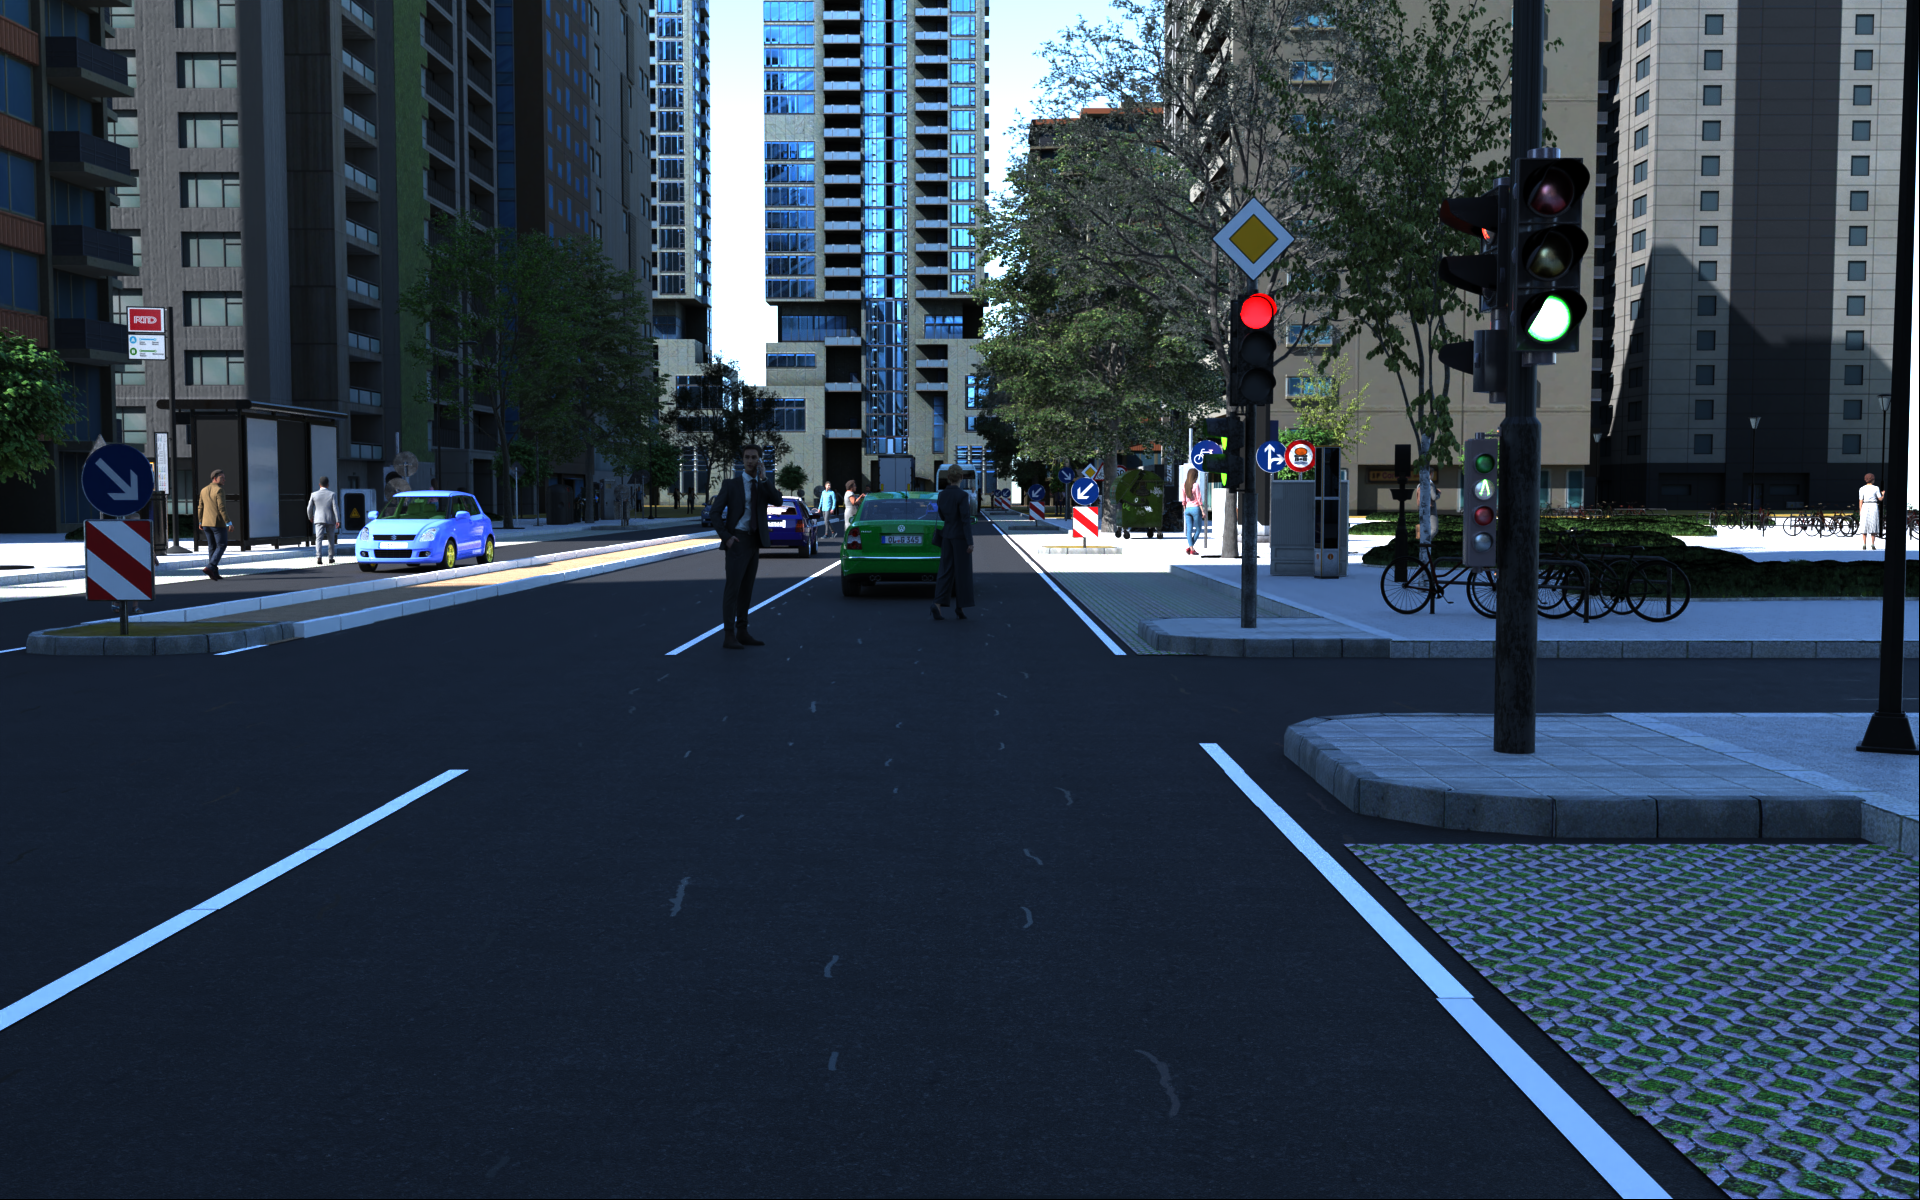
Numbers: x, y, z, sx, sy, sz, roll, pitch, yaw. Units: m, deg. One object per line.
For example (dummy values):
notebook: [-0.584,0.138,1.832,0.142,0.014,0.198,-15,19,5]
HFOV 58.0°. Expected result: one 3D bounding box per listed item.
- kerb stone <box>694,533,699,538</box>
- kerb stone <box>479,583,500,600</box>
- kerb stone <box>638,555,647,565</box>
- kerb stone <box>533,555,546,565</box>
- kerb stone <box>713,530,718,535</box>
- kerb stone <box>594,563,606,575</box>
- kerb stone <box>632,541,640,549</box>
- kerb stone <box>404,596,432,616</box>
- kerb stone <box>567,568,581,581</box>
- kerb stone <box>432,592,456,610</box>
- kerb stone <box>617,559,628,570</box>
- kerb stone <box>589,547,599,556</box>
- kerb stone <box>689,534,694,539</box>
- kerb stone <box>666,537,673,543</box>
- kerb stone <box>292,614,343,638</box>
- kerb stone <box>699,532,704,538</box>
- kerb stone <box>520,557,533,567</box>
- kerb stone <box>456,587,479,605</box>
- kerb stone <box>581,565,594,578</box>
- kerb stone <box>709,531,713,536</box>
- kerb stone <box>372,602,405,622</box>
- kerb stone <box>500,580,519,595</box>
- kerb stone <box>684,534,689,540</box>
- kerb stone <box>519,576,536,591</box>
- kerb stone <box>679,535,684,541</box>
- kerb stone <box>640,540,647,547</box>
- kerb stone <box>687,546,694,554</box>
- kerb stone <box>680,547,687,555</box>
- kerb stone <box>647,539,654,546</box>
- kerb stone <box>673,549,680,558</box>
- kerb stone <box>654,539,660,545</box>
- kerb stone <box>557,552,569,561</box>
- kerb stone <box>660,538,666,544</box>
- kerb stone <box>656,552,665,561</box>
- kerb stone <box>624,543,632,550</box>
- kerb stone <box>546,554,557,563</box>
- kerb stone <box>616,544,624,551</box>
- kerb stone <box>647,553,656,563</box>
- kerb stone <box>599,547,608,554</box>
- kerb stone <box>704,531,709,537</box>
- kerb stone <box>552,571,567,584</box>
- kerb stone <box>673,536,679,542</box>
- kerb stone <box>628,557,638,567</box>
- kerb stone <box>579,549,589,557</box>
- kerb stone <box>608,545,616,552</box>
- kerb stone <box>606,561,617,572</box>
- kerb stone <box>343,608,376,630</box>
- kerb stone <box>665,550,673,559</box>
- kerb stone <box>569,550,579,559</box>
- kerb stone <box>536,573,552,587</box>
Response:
kerb stone: [-8.595,-2.048,55.679,0.120,0.150,1.000,0,3,0]
kerb stone: [-6.573,-0.102,23.857,0.120,0.150,1.000,0,3,0]
kerb stone: [-6.545,-0.789,35.113,0.120,0.150,1.000,0,3,0]
kerb stone: [-8.637,-0.793,35.156,0.120,0.150,1.000,0,3,0]
kerb stone: [-8.584,-2.298,59.792,0.120,0.150,1.000,0,3,0]
kerb stone: [-6.551,-0.540,31.022,0.120,0.150,1.000,0,3,0]
kerb stone: [-8.613,-1.420,45.414,0.120,0.150,1.000,0,3,0]
kerb stone: [-6.582,0.086,20.782,0.120,0.150,1.000,0,3,0]
kerb stone: [-6.557,-0.411,28.978,0.120,0.150,1.000,0,3,0]
kerb stone: [-6.579,0.027,21.804,0.120,0.150,1.000,0,3,0]
kerb stone: [-6.552,-0.661,33.067,0.120,0.150,1.000,0,3,0]
kerb stone: [-8.631,-1.106,40.280,0.120,0.150,1.000,0,3,0]
kerb stone: [-8.600,-1.982,54.657,0.120,0.150,1.000,0,3,0]
kerb stone: [-8.607,-1.734,50.549,0.120,0.150,1.000,0,3,0]
kerb stone: [-6.576,0.274,17.714,0.120,0.150,1.000,0,3,0]
kerb stone: [-8.591,-2.110,56.701,0.120,0.150,1.000,0,3,0]
kerb stone: [-8.643,-0.730,34.130,0.120,0.150,1.000,0,3,0]
kerb stone: [-6.574,-0.039,22.826,0.120,0.150,1.000,0,3,0]
kerb stone: [-6.554,-0.477,30.000,0.120,0.150,1.000,0,3,0]
kerb stone: [-8.596,-2.235,58.763,0.120,0.150,1.000,0,3,0]
kerb stone: [-6.586,0.149,19.759,0.120,0.150,1.000,0,3,0]
kerb stone: [-6.560,-0.163,24.886,0.120,0.150,1.000,0,3,0]
kerb stone: [-8.602,-1.923,53.634,0.120,0.150,1.000,0,3,0]
kerb stone: [-6.560,-0.227,25.911,0.120,0.150,1.000,0,3,0]
kerb stone: [-8.602,-1.857,52.608,0.120,0.150,1.000,0,3,0]
kerb stone: [-8.626,-1.483,46.447,0.120,0.150,1.000,0,3,0]
kerb stone: [-6.530,-1.166,41.262,0.120,0.150,1.000,0,3,0]
kerb stone: [-6.534,-1.103,40.230,0.120,0.150,1.000,0,3,0]
kerb stone: [-8.616,-1.546,47.475,0.120,0.150,1.000,0,3,0]
kerb stone: [-6.529,-1.038,39.202,0.120,0.150,1.000,0,3,0]
kerb stone: [-8.611,-1.605,48.502,0.120,0.150,1.000,0,3,0]
kerb stone: [-8.636,-0.918,37.206,0.120,0.150,1.000,0,3,0]
kerb stone: [-8.620,-1.670,49.524,0.120,0.150,1.000,0,3,0]
kerb stone: [-6.536,-0.911,37.157,0.120,0.150,1.000,0,3,0]
kerb stone: [-8.622,-1.358,44.392,0.120,0.150,1.000,0,3,0]
kerb stone: [-8.648,-0.854,36.184,0.120,0.150,1.000,0,3,0]
kerb stone: [-8.632,-1.294,43.356,0.120,0.150,1.000,0,3,0]
kerb stone: [-6.541,-0.851,36.135,0.120,0.150,1.000,0,3,0]
kerb stone: [-8.629,-1.169,41.311,0.120,0.150,1.000,0,3,0]
kerb stone: [-8.590,-2.174,57.741,0.120,0.150,1.000,0,3,0]
kerb stone: [-6.562,-0.352,27.955,0.120,0.150,1.000,0,3,0]
kerb stone: [-8.600,-1.798,51.585,0.120,0.150,1.000,0,3,0]
kerb stone: [-6.546,-0.727,34.089,0.120,0.150,1.000,0,3,0]
kerb stone: [-8.633,-1.044,39.258,0.120,0.150,1.000,0,3,0]
kerb stone: [-8.624,-1.221,42.333,0.120,0.150,1.000,0,3,0]
kerb stone: [-6.545,-0.599,32.044,0.120,0.150,1.000,0,3,0]
kerb stone: [-6.573,0.217,18.736,0.120,0.150,1.000,0,3,0]
kerb stone: [-6.538,-0.978,38.180,0.120,0.150,1.000,0,3,0]
kerb stone: [-8.643,-0.981,38.228,0.120,0.150,1.000,0,3,0]
kerb stone: [-6.564,-0.290,26.933,0.120,0.150,1.000,0,3,0]
